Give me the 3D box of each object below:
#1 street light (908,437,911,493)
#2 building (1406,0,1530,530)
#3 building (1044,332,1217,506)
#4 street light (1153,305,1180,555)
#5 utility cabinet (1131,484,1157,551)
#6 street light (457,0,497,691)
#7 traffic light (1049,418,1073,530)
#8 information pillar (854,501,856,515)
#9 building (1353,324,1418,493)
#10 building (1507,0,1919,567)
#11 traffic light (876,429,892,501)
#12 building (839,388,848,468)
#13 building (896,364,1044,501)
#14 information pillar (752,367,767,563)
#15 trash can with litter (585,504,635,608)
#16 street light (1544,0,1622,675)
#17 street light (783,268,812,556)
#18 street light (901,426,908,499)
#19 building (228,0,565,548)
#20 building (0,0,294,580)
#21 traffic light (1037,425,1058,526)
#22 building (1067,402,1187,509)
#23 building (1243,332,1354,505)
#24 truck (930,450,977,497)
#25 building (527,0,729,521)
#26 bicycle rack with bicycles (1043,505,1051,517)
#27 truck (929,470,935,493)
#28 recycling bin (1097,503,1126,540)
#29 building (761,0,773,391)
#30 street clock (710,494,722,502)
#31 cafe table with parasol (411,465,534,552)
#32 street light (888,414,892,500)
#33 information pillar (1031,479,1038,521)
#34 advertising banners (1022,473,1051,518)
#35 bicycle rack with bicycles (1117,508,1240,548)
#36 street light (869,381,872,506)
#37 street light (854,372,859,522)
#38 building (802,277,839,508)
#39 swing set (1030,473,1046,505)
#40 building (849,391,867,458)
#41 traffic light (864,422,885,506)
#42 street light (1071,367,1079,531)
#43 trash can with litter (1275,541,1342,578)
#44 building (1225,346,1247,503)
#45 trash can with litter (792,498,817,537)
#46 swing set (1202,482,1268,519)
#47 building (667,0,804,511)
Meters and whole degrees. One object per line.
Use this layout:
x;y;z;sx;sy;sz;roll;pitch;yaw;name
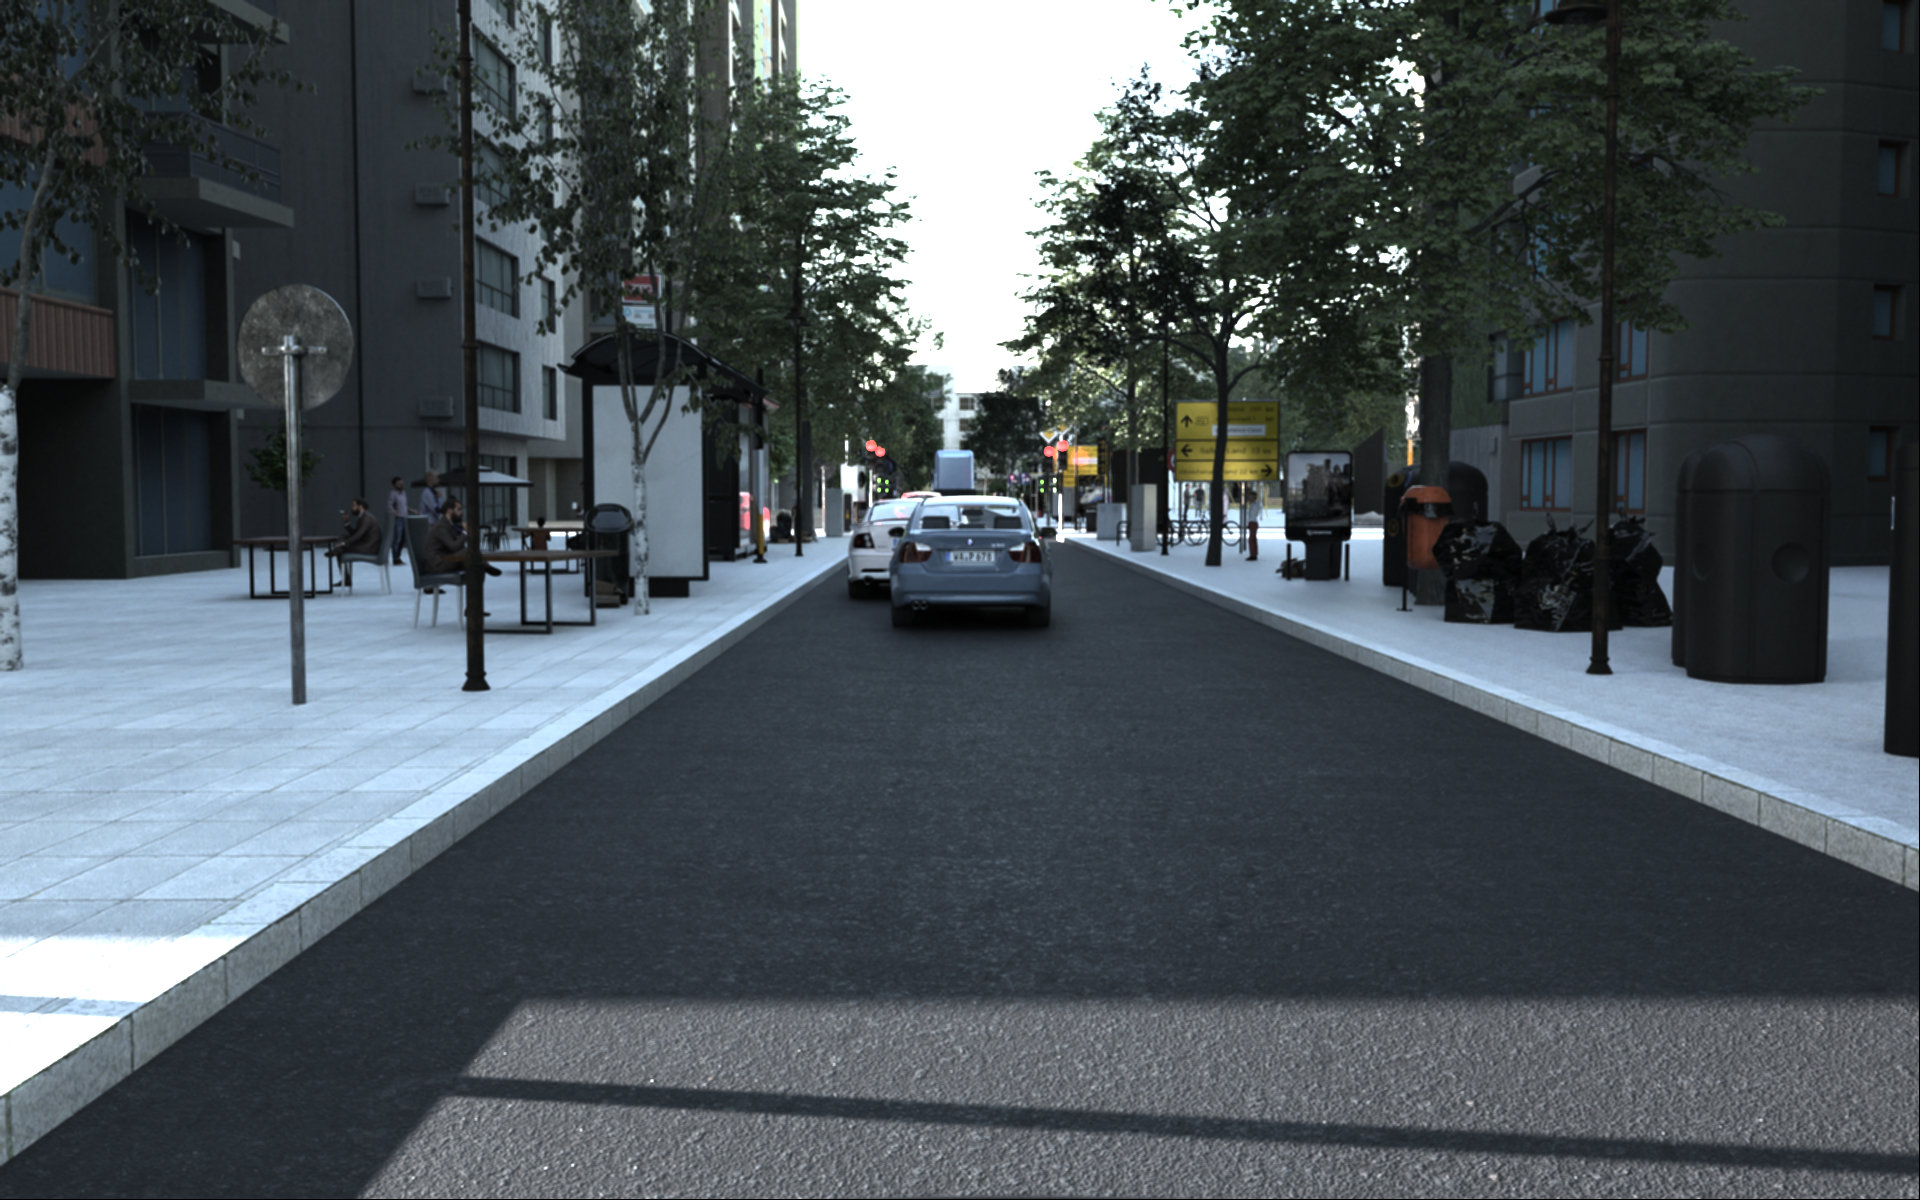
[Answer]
-4.190;-10.302;141.233;0.468;5.910;1.993;0;4;0;street light
19.392;-22.140;45.576;14.154;41.232;14.086;0;4;0;building
19.107;-20.227;197.174;16.747;18.905;31.486;0;4;0;building
4.314;-3.886;36.318;0.468;5.910;1.993;0;4;0;street light
4.140;-1.862;39.118;0.318;1.500;1.173;1;4;20;utility cabinet
-3.170;-2.347;11.167;0.468;5.910;1.993;0;4;0;street light
3.588;-4.427;61.310;0.839;4.253;0.868;0;4;0;traffic light
-6.081;-5.861;100.316;0.304;2.012;0.304;1;4;13;information pillar
62.802;-21.742;199.452;32.646;21.610;27.936;0;4;0;building
26.357;-10.968;24.368;27.650;21.520;28.899;0;4;0;building
-3.158;-4.912;69.225;0.839;4.253;0.868;0;4;0;traffic light
-29.500;-21.634;197.697;32.646;21.610;27.936;0;4;0;building
6.674;-23.115;244.393;31.486;18.905;16.747;0;4;0;building
-3.764;-2.505;32.317;0.183;3.616;0.504;-1;4;-21;information pillar
-3.989;-0.519;19.881;0.624;1.170;1.055;-1;4;-10;trash can with litter
4.570;-2.411;12.202;0.468;5.910;1.993;0;4;0;street light
-3.324;-3.841;35.594;0.468;5.910;1.993;0;4;0;street light
-3.954;-8.839;117.311;0.468;5.910;1.993;0;4;0;street light
-18.657;-16.834;46.934;14.107;30.474;14.160;0;4;0;building
-22.091;-22.375;20.462;22.147;44.769;28.867;0;4;0;building
3.523;-4.916;69.295;0.839;4.253;0.868;0;4;0;traffic light
15.508;-13.729;166.614;9.099;9.664;28.070;0;4;0;building
40.497;-21.370;205.820;11.380;20.091;16.016;0;4;0;building
-0.253;-6.801;100.953;2.967;4.110;18.799;0;4;-1;truck
-27.955;-24.202;87.586;32.217;40.220;23.993;0;4;0;building
4.933;-5.076;96.371;2.925;0.926;2.852;0;4;6;bicycle rack with bicycles
-1.790;-11.273;174.069;2.967;4.110;18.799;0;4;0;truck
4.257;-2.206;48.620;0.722;1.027;0.722;1;4;16;recycling bin
-20.725;-28.807;121.109;14.600;45.320;14.200;0;4;0;building
-5.911;-2.283;41.897;0.471;2.002;0.358;3;5;43;street clock
-10.897;-2.073;38.752;2.610;1.966;2.610;0;3;0;cafe table with parasol
-3.840;-7.376;93.387;0.468;5.910;1.993;0;4;0;street light
3.504;-4.724;81.727;0.304;2.012;0.304;1;4;10;information pillar
4.263;-5.968;93.766;2.074;3.025;0.090;2;4;35;advertising banners
5.139;-1.807;42.923;2.852;0.926;2.925;-3;5;-41;bicycle rack with bicycles
-3.575;-5.913;69.465;0.468;5.910;1.993;0;4;0;street light
-3.560;-5.314;59.673;0.468;5.910;1.993;0;4;0;street light
-26.464;-19.369;160.658;27.936;21.610;32.646;0;4;0;building
6.498;-7.980;128.097;3.119;2.851;2.862;1;4;17;swing set
-25.128;-23.094;244.038;31.486;18.905;16.747;0;4;0;building
-3.093;-4.423;61.240;0.839;4.253;0.868;0;4;0;traffic light
4.056;-5.355;60.348;0.468;5.910;1.993;0;4;0;street light
5.337;-0.919;26.417;1.055;1.170;0.624;2;4;32;trash can with litter
51.002;-24.840;250.104;32.646;21.610;27.936;0;4;0;building
-4.533;-2.429;51.099;0.624;1.170;1.055;-2;4;-34;trash can with litter
14.684;-5.751;91.645;3.119;2.851;2.862;0;4;-2;swing set
-19.886;-27.659;135.812;14.154;41.232;14.086;0;4;0;building
